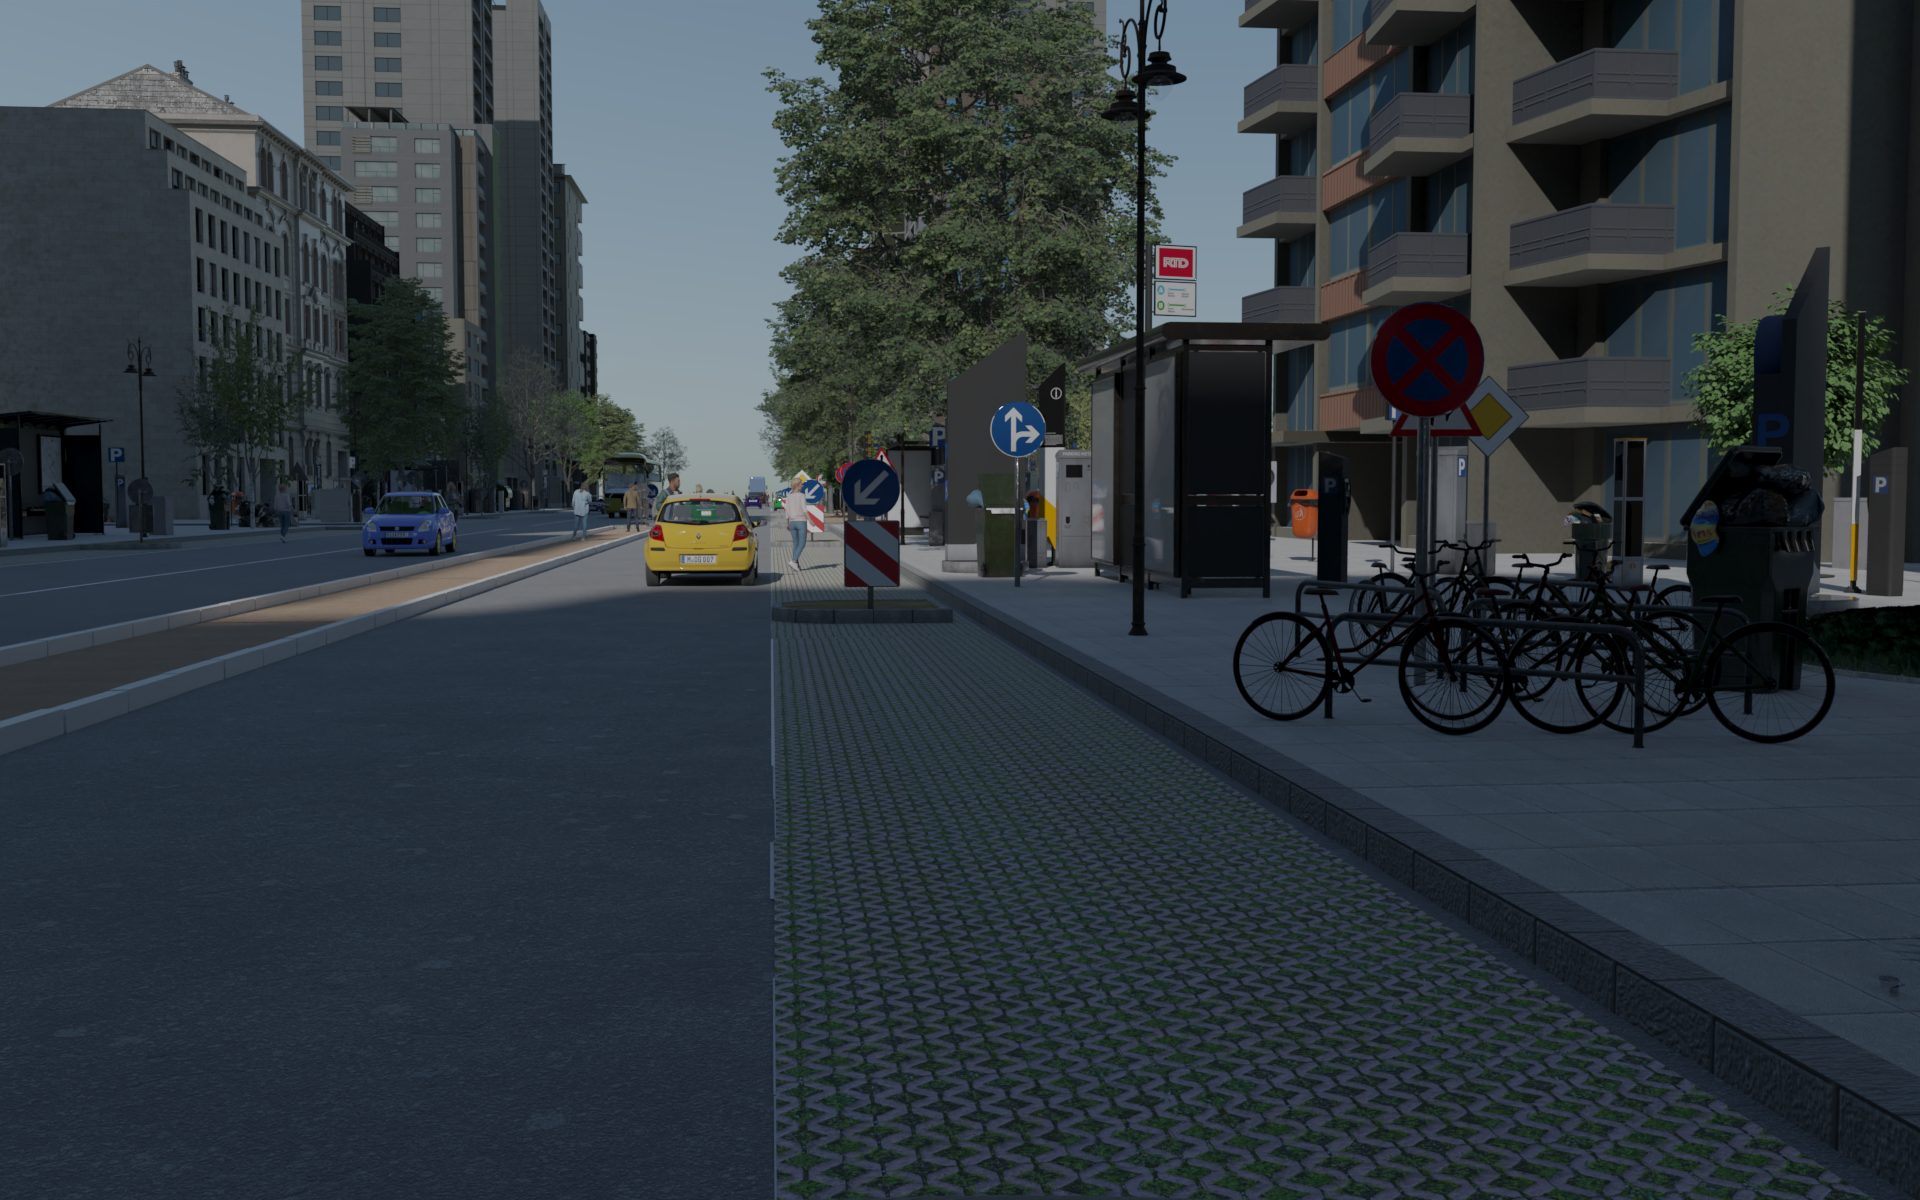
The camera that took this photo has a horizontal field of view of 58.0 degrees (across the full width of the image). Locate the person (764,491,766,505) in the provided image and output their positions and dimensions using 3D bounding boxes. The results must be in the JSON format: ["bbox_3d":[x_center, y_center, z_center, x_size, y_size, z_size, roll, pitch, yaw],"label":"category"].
[{"bbox_3d":[-25.328,-13.239,224.984,1.348,1.821,0.705,-1,4,-21],"label":"person"}]

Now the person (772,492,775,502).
[{"bbox_3d":[-33.159,-18.244,307.500,0.721,1.736,1.217,1,4,19],"label":"person"}]

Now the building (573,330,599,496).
[{"bbox_3d":[-70.397,-32.285,299.562,14.160,30.474,14.107,0,4,-6],"label":"building"}]

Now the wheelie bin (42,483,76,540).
[{"bbox_3d":[-25.099,-2.466,48.226,0.693,1.594,0.980,0,4,-5],"label":"wheelie bin"}]

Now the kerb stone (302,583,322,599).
[{"bbox_3d":[-9.010,-0.101,23.842,0.120,0.150,1.000,0,4,-6],"label":"kerb stone"}]

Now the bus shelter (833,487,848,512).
[{"bbox_3d":[-9.791,-9.993,141.019,2.179,5.291,8.768,0,4,-6],"label":"bus shelter"}]

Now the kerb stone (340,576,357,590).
[{"bbox_3d":[-9.232,-0.225,25.880,0.120,0.150,1.000,0,4,-6],"label":"kerb stone"}]

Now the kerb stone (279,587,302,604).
[{"bbox_3d":[-8.904,-0.039,22.825,0.120,0.150,1.000,0,4,-6],"label":"kerb stone"}]

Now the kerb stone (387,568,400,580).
[{"bbox_3d":[-9.569,-0.410,28.940,0.120,0.150,1.000,0,4,-6],"label":"kerb stone"}]

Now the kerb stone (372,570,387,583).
[{"bbox_3d":[-9.449,-0.350,27.914,0.120,0.150,1.000,0,4,-6],"label":"kerb stone"}]

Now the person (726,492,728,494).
[{"bbox_3d":[-41.383,-18.321,308.834,0.721,1.735,1.217,1,4,14],"label":"person"}]

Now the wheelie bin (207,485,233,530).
[{"bbox_3d":[-26.472,-3.308,62.000,0.693,1.594,0.980,0,4,0],"label":"wheelie bin"}]

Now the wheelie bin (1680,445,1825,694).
[{"bbox_3d":[5.226,-0.213,11.397,0.980,1.594,0.693,-3,4,-38],"label":"wheelie bin"}]

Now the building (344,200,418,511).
[{"bbox_3d":[-50.446,-18.696,135.357,12.332,23.373,15.834,0,4,-6],"label":"building"}]

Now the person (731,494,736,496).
[{"bbox_3d":[-34.947,-15.731,266.529,1.217,1.723,0.721,-1,4,-18],"label":"person"}]

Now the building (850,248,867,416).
[{"bbox_3d":[-7.864,-39.481,300.135,22.147,44.769,28.867,0,4,-6],"label":"building"}]

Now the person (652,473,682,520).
[{"bbox_3d":[-5.284,-1.445,32.103,0.794,1.824,0.713,-3,4,-37],"label":"person"}]

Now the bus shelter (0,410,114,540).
[{"bbox_3d":[-27.245,-3.692,51.652,1.731,3.624,6.357,0,4,-6],"label":"bus shelter"}]

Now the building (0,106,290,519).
[{"bbox_3d":[-44.452,-14.658,94.413,10.420,20.320,16.860,0,4,-6],"label":"building"}]

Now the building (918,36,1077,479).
[{"bbox_3d":[3.396,-31.897,171.625,14.600,45.320,14.200,0,4,-6],"label":"building"}]

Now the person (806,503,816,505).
[{"bbox_3d":[-5.629,-3.375,64.037,0.716,1.782,0.532,-3,5,-42],"label":"person"}]

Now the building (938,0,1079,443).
[{"bbox_3d":[2.074,-47.185,209.732,20.563,71.187,20.611,0,4,-6],"label":"building"}]

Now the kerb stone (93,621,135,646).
[{"bbox_3d":[-8.226,0.336,16.705,0.120,0.150,1.000,0,4,-6],"label":"kerb stone"}]

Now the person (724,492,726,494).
[{"bbox_3d":[-39.455,-17.210,290.593,1.217,1.736,0.721,1,4,10],"label":"person"}]

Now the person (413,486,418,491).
[{"bbox_3d":[-20.633,-3.455,65.566,0.480,1.755,0.524,-1,4,-23],"label":"person"}]

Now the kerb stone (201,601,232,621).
[{"bbox_3d":[-8.561,0.152,19.772,0.120,0.150,1.000,0,4,-6],"label":"kerb stone"}]

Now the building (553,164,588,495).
[{"bbox_3d":[-75.052,-42.095,277.489,28.713,52.752,27.495,0,4,-6],"label":"building"}]

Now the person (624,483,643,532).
[{"bbox_3d":[-12.311,-3.477,65.258,0.656,1.842,0.836,-3,5,-39],"label":"person"}]

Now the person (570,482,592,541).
[{"bbox_3d":[-11.511,-2.680,52.576,0.793,1.790,0.793,-3,4,-36],"label":"person"}]

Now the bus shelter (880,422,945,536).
[{"bbox_3d":[-1.244,-3.491,51.007,2.014,3.302,5.546,0,4,-6],"label":"bus shelter"}]

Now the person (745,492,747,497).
[{"bbox_3d":[-35.948,-17.216,290.899,0.530,1.710,0.541,0,4,-3],"label":"person"}]

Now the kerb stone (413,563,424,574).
[{"bbox_3d":[-9.791,-0.537,30.983,0.120,0.150,1.000,0,4,-6],"label":"kerb stone"}]

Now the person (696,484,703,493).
[{"bbox_3d":[-9.698,-3.409,64.425,0.728,1.800,0.709,1,4,16],"label":"person"}]

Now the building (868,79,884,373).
[{"bbox_3d":[-5.963,-51.103,273.786,20.563,71.187,20.611,0,4,-6],"label":"building"}]

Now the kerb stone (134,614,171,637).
[{"bbox_3d":[-8.339,0.274,17.722,0.120,0.150,1.000,0,4,-6],"label":"kerb stone"}]

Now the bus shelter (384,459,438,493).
[{"bbox_3d":[-31.760,-6.501,100.221,2.014,3.302,5.546,0,4,-6],"label":"bus shelter"}]

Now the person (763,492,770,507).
[{"bbox_3d":[-21.574,-11.234,192.971,0.445,1.727,0.742,3,5,43],"label":"person"}]

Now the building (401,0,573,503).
[{"bbox_3d":[-68.049,-49.855,253.381,20.563,71.187,20.611,0,4,-6],"label":"building"}]

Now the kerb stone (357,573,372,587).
[{"bbox_3d":[-9.347,-0.285,26.896,0.120,0.150,1.000,0,4,-6],"label":"kerb stone"}]

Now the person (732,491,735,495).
[{"bbox_3d":[-25.016,-11.137,190.608,0.705,1.821,1.348,-3,4,-36],"label":"person"}]

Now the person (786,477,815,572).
[{"bbox_3d":[-2.991,-1.394,31.969,0.731,1.740,0.598,2,4,25],"label":"person"}]

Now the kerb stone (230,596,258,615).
[{"bbox_3d":[-8.675,0.086,20.793,0.120,0.150,1.000,0,4,-6],"label":"kerb stone"}]

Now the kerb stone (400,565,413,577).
[{"bbox_3d":[-9.674,-0.475,29.966,0.120,0.150,1.000,0,4,-6],"label":"kerb stone"}]

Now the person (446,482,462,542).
[{"bbox_3d":[-15.208,-2.656,52.114,0.537,1.800,0.526,-3,5,-45],"label":"person"}]

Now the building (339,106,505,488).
[{"bbox_3d":[-57.193,-30.688,185.348,14.154,41.232,14.086,0,4,-6],"label":"building"}]

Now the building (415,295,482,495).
[{"bbox_3d":[-61.856,-19.496,163.806,27.650,21.520,28.899,0,4,-6],"label":"building"}]

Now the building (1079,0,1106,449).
[{"bbox_3d":[3.872,-45.919,189.029,20.563,71.187,20.611,0,4,-6],"label":"building"}]

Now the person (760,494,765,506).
[{"bbox_3d":[-24.464,-12.399,214.479,1.065,1.426,0.557,3,5,45],"label":"person"}]

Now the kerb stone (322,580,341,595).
[{"bbox_3d":[-9.115,-0.163,24.862,0.120,0.150,1.000,0,4,-6],"label":"kerb stone"}]

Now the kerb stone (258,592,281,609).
[{"bbox_3d":[-8.784,0.024,21.809,0.120,0.150,1.000,0,4,-6],"label":"kerb stone"}]

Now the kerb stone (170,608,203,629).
[{"bbox_3d":[-8.451,0.213,18.748,0.120,0.150,1.000,0,4,-6],"label":"kerb stone"}]

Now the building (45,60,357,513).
[{"bbox_3d":[-49.587,-20.020,114.721,14.401,28.519,23.554,0,4,-6],"label":"building"}]

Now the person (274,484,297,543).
[{"bbox_3d":[-19.785,-2.542,50.732,0.731,1.740,0.598,0,4,0],"label":"person"}]

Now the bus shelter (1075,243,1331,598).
[{"bbox_3d":[3.040,-2.924,25.433,2.179,5.291,8.768,0,4,-6],"label":"bus shelter"}]

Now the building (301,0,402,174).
[{"bbox_3d":[-63.029,-46.702,201.827,20.563,71.187,20.611,0,4,-6],"label":"building"}]

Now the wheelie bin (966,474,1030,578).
[{"bbox_3d":[0.563,-1.155,26.789,0.980,1.594,0.693,-1,4,-15],"label":"wheelie bin"}]
